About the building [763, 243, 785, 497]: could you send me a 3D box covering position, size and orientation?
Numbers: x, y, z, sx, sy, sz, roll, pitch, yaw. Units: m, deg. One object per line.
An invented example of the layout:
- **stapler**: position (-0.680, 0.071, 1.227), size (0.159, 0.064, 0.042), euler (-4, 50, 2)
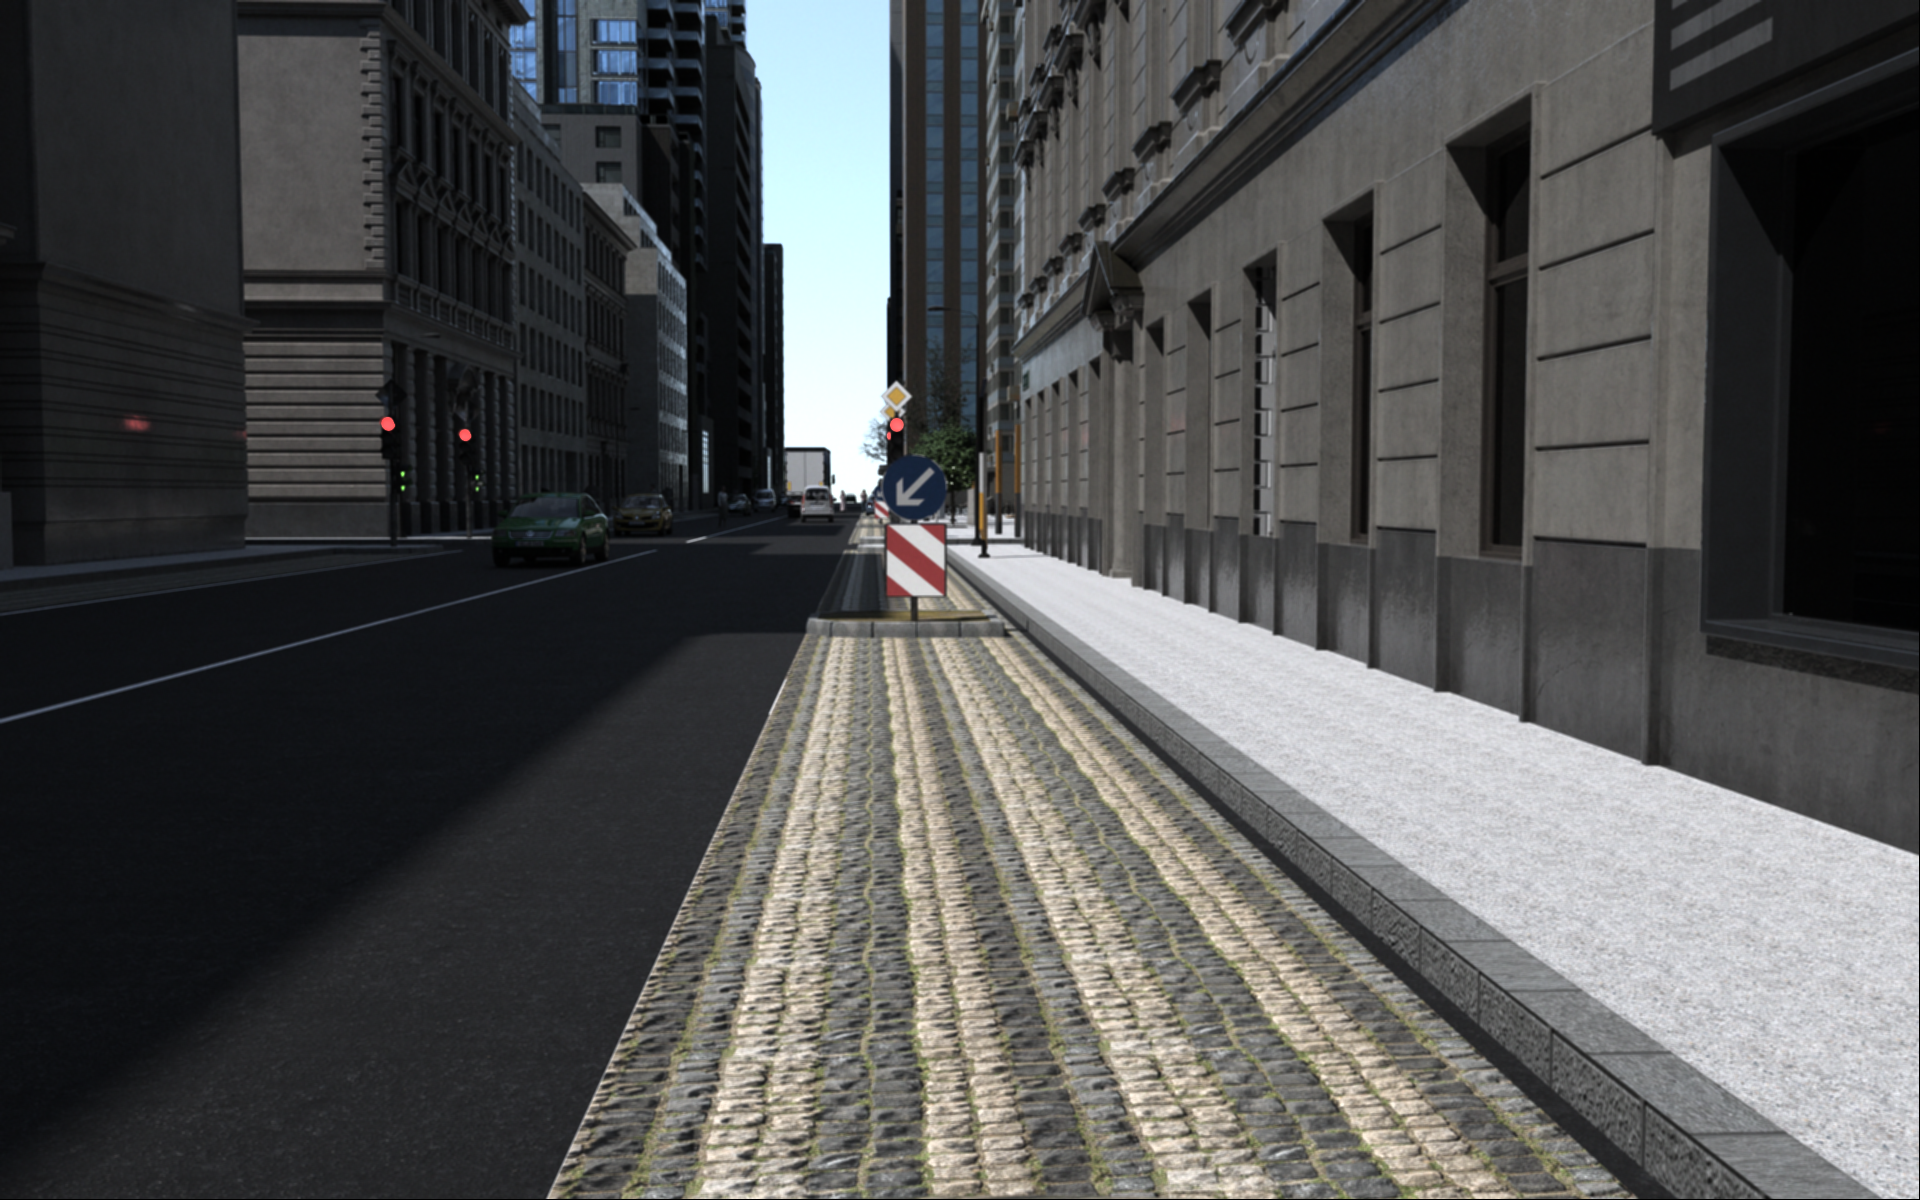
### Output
- **building**: position (-35.265, -36.145, 274.570), size (14.154, 41.232, 14.086), euler (0, 4, -3)

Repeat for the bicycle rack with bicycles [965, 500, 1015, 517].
- **bicycle rack with bicycles**: position (2.335, -5.264, 99.443), size (2.852, 0.926, 2.925), euler (-1, 4, -23)

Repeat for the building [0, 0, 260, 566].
- **building**: position (-26.280, -12.138, 34.612), size (21.152, 22.565, 11.583), euler (0, 4, -3)

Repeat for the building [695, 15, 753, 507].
- **building**: position (-33.146, -34.030, 180.100), size (21.300, 48.544, 21.600), euler (0, 4, -3)

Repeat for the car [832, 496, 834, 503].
- **car**: position (-20.588, -15.943, 270.254), size (1.945, 1.707, 3.694), euler (0, 4, -3)

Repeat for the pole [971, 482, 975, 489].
- **pole**: position (0.651, -5.524, 84.153), size (0.158, 3.312, 0.155), euler (0, 3, 0)

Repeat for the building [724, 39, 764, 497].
- **building**: position (-36.704, -41.570, 221.660), size (21.231, 58.520, 28.212), euler (0, 4, -3)

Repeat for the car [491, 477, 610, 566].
- **car**: position (-8.403, -1.649, 35.751), size (1.959, 1.807, 4.718), euler (0, 4, -2)

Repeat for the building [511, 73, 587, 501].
- **building**: position (-23.470, -13.635, 77.691), size (10.420, 20.320, 16.860), euler (0, 4, -3)

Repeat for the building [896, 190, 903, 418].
- **building**: position (0.817, -24.185, 167.118), size (14.160, 30.474, 14.107), euler (0, 4, -3)

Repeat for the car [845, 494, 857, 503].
- **car**: position (-17.015, -15.921, 269.101), size (1.959, 1.807, 4.718), euler (0, 4, -4)

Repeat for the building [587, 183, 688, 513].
- **building**: position (-24.261, -15.915, 114.968), size (10.420, 20.320, 16.860), euler (0, 4, -3)

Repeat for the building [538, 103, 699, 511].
- **building**: position (-27.751, -22.021, 131.740), size (14.160, 30.474, 14.107), euler (0, 4, -3)

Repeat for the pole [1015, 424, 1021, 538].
- **pole**: position (1.701, -3.486, 50.845), size (0.158, 3.312, 0.155), euler (0, 3, 0)

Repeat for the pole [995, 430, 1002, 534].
- **pole**: position (1.240, -3.764, 55.382), size (0.158, 3.312, 0.155), euler (0, 3, 0)

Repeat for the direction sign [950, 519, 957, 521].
- **direction sign**: position (-0.324, -5.466, 81.362), size (0.876, 3.537, 0.379), euler (3, 5, 41)

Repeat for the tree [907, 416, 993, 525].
- **tree**: position (-0.237, -5.471, 73.164), size (4.285, 4.588, 4.351), euler (0, 3, 0)

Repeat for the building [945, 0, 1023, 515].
- **building**: position (14.440, -25.851, 114.539), size (32.217, 40.220, 23.993), euler (0, 4, -3)

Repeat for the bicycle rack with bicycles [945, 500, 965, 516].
- **bicycle rack with bicycles**: position (-0.812, -5.339, 100.666), size (2.925, 0.926, 2.852), euler (-1, 4, -11)

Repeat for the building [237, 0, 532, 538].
- **building**: position (-21.964, -14.068, 58.889), size (11.050, 23.489, 19.941), euler (0, 4, -3)

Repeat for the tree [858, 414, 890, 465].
- **tree**: position (-7.279, -18.404, 211.272), size (12.009, 13.543, 11.850), euler (0, 3, 0)

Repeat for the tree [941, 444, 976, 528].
- **tree**: position (-0.335, -4.377, 66.163), size (1.663, 3.219, 1.824), euler (0, 3, 0)

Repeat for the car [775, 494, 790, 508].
- **car**: position (-18.039, -10.110, 177.095), size (2.131, 1.459, 4.920), euler (0, 4, -3)

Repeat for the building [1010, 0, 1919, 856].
- **building**: position (10.467, -14.955, 20.935), size (17.030, 29.872, 44.131), euler (0, 4, -3)

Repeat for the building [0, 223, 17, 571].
- **building**: position (-21.741, -14.055, 17.186), size (14.401, 28.519, 23.554), euler (0, 4, -3)

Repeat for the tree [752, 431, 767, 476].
- **tree**: position (-24.381, -15.322, 200.883), size (4.360, 8.622, 3.978), euler (0, 3, 0)

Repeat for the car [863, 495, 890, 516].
- **car**: position (-5.014, -5.872, 108.013), size (2.014, 1.417, 4.499), euler (0, 4, -3)

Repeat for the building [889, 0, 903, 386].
- **building**: position (2.911, -39.483, 187.541), size (21.231, 58.520, 28.212), euler (0, 4, -3)

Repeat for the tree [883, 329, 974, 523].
- **tree**: position (-1.179, -7.782, 77.604), size (4.360, 8.622, 3.978), euler (0, 3, 0)

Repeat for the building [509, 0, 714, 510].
- **building**: position (-32.770, -51.354, 152.314), size (22.319, 86.520, 31.000), euler (0, 4, -3)

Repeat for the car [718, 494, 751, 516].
- **car**: position (-14.669, -6.189, 112.991), size (2.131, 1.459, 4.920), euler (0, 4, -2)

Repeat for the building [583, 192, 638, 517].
- **building**: position (-24.368, -14.136, 95.745), size (10.561, 19.102, 19.286), euler (0, 4, -3)

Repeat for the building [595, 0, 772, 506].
- **building**: position (-38.361, -57.354, 250.411), size (22.319, 86.520, 31.000), euler (0, 4, -3)

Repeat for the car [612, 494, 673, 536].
- **car**: position (-11.025, -3.065, 60.330), size (2.015, 1.641, 3.980), euler (0, 4, -4)

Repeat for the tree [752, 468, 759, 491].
- **tree**: position (-24.110, -12.955, 195.522), size (4.285, 4.588, 4.351), euler (0, 3, 0)

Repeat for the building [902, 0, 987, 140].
- **building**: position (2.472, -29.844, 138.067), size (14.600, 45.320, 14.200), euler (0, 4, -3)

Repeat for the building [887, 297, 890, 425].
- **building**: position (-3.706, -29.497, 253.974), size (14.160, 30.474, 14.107), euler (0, 4, -3)
